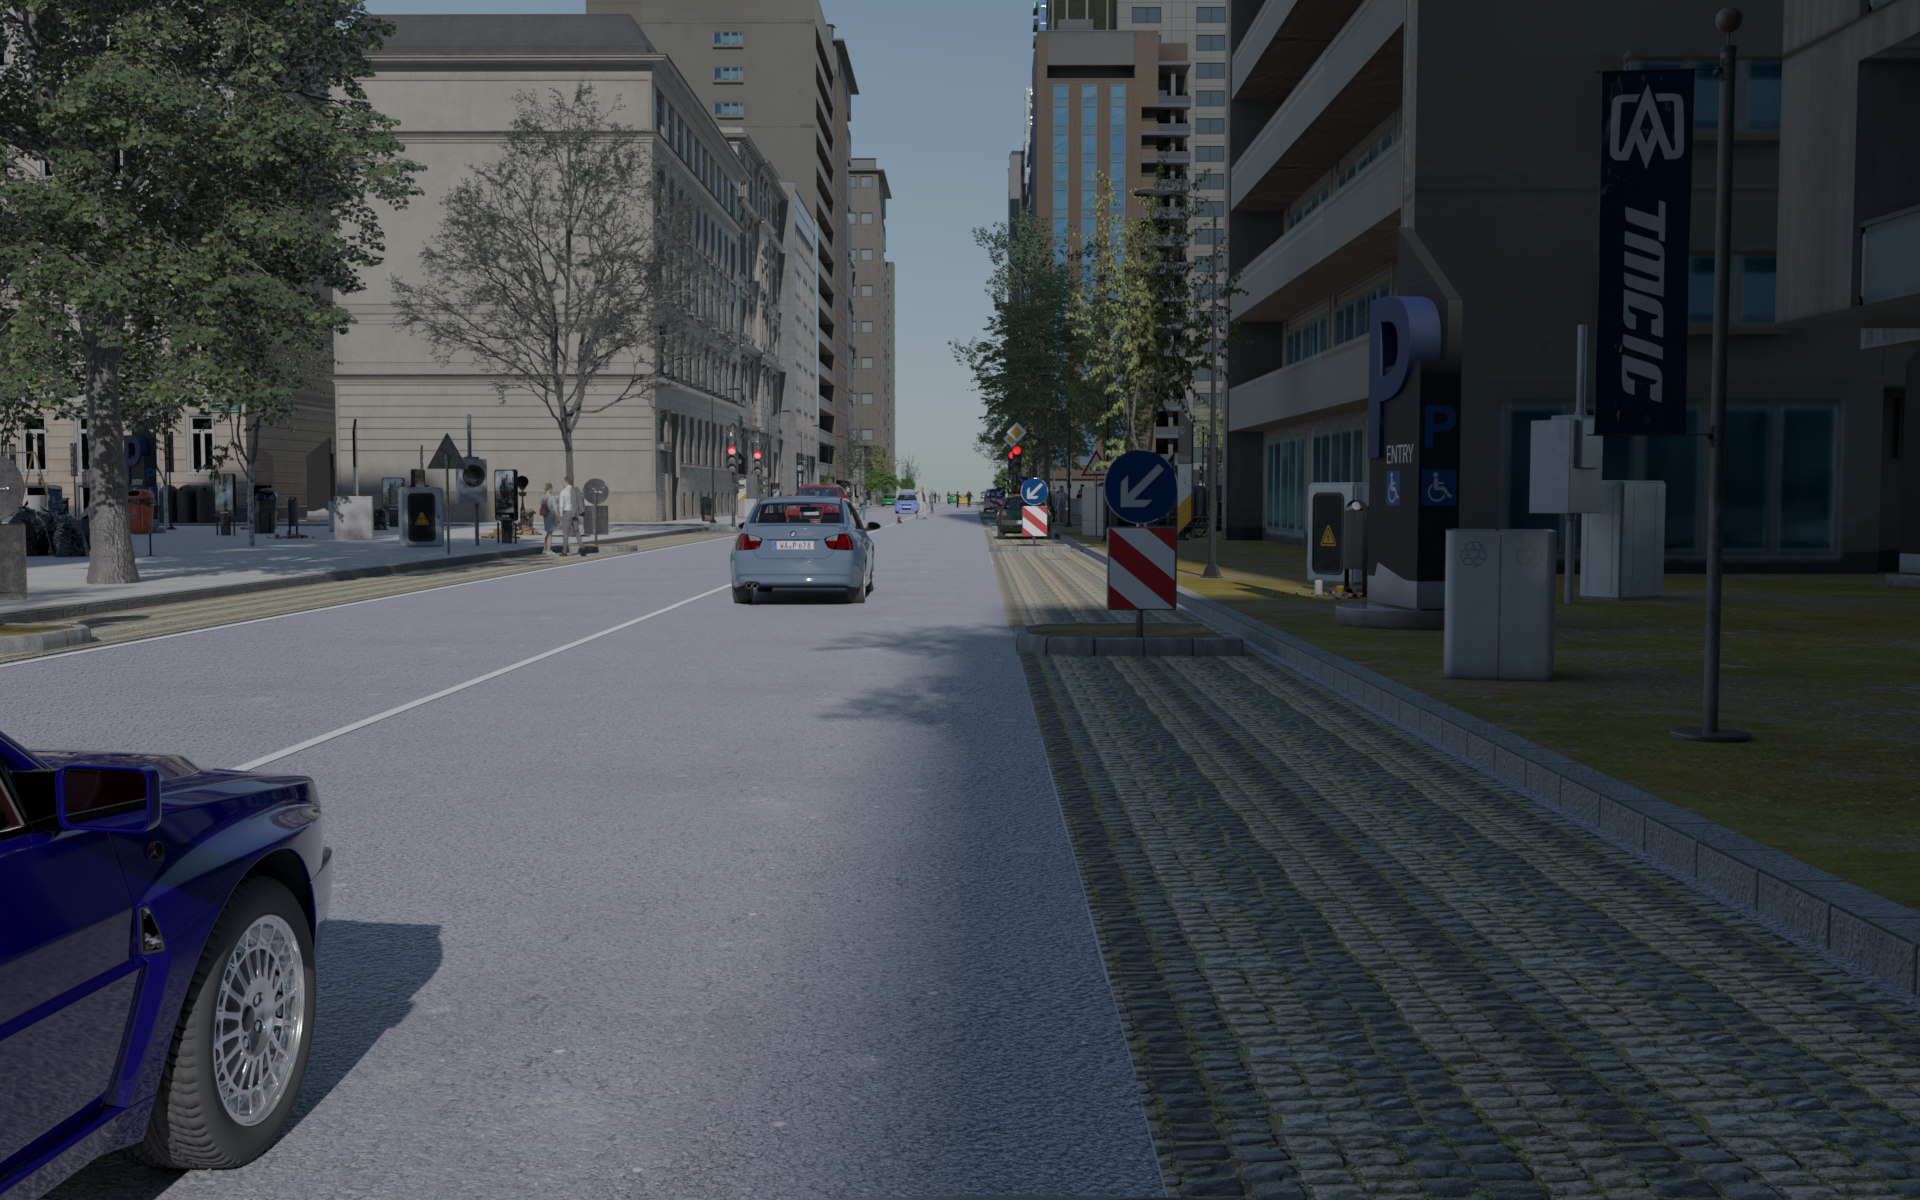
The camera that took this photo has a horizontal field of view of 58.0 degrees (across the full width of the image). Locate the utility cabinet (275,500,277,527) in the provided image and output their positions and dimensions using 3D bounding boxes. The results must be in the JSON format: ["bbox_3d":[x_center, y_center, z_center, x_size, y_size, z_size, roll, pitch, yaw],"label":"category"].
[{"bbox_3d":[-27.434,-3.483,68.105,1.020,1.237,0.306,-3,5,-45],"label":"utility cabinet"}]

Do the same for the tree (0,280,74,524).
[{"bbox_3d":[-30.564,-6.412,55.192,4.737,8.622,4.395,0,3,0],"label":"tree"}]

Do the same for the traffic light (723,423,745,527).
[{"bbox_3d":[-8.862,-4.823,67.782,0.839,4.253,0.868,0,4,0],"label":"traffic light"}]

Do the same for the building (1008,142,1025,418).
[{"bbox_3d":[18.689,-46.079,295.385,21.231,58.520,28.212,0,4,0],"label":"building"}]

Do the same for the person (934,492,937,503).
[{"bbox_3d":[-3.940,-16.120,272.076,0.705,1.821,1.348,3,5,40],"label":"person"}]

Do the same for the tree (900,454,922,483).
[{"bbox_3d":[-9.140,-22.026,310.478,4.360,8.622,3.978,0,3,0],"label":"tree"}]

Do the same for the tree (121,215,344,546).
[{"bbox_3d":[-17.523,-5.656,42.836,4.360,8.622,3.978,0,3,0],"label":"tree"}]

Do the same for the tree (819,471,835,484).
[{"bbox_3d":[-10.514,-8.889,139.941,1.663,3.219,1.824,0,3,0],"label":"tree"}]

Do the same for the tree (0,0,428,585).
[{"bbox_3d":[-12.117,-7.205,24.451,9.857,13.997,8.962,0,3,0],"label":"tree"}]

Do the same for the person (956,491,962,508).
[{"bbox_3d":[-0.157,-10.510,181.056,0.721,1.735,1.217,-2,4,-27],"label":"person"}]

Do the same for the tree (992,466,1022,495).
[{"bbox_3d":[5.145,-11.967,179.375,4.285,4.588,4.351,0,3,0],"label":"tree"}]

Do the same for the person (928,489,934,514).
[{"bbox_3d":[-2.104,-7.084,124.506,0.526,1.800,0.537,2,4,24],"label":"person"}]

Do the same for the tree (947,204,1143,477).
[{"bbox_3d":[5.586,-15.626,111.372,12.611,20.169,13.585,0,3,0],"label":"tree"}]

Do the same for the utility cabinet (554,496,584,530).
[{"bbox_3d":[-14.030,-3.124,62.242,1.020,1.237,0.306,0,4,-3],"label":"utility cabinet"}]

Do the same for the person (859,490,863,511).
[{"bbox_3d":[-8.472,-8.613,149.805,0.515,1.767,0.782,0,4,0],"label":"person"}]

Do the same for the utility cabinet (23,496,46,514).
[{"bbox_3d":[-40.459,-3.947,75.690,1.020,1.237,0.306,1,4,19],"label":"utility cabinet"}]

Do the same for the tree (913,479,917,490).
[{"bbox_3d":[-9.184,-19.423,301.286,4.285,4.588,4.351,0,3,0],"label":"tree"}]

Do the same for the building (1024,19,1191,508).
[{"bbox_3d":[13.965,-31.519,165.452,14.600,45.320,14.200,0,4,0],"label":"building"}]

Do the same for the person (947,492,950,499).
[{"bbox_3d":[-1.620,-15.049,254.692,0.705,1.807,1.348,-2,4,-27],"label":"person"}]

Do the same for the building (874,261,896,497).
[{"bbox_3d":[-18.402,-37.490,296.561,14.154,41.232,14.086,0,4,0],"label":"building"}]

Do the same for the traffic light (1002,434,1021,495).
[{"bbox_3d":[2.261,-5.307,75.698,0.839,4.253,0.868,0,4,0],"label":"traffic light"}]

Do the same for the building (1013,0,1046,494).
[{"bbox_3d":[18.788,-58.207,264.348,22.319,86.520,31.000,0,4,0],"label":"building"}]

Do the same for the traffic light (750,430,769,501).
[{"bbox_3d":[-8.800,-5.312,75.767,0.839,4.253,0.868,0,4,0],"label":"traffic light"}]

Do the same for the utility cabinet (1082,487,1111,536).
[{"bbox_3d":[4.153,-2.684,52.563,0.318,1.500,1.173,-2,4,-29],"label":"utility cabinet"}]

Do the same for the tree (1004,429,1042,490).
[{"bbox_3d":[5.851,-12.504,154.806,4.360,8.622,3.978,0,3,0],"label":"tree"}]

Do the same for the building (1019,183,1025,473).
[{"bbox_3d":[15.343,-36.263,243.009,14.600,45.320,14.200,0,4,0],"label":"building"}]

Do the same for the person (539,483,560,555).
[{"bbox_3d":[-9.665,-1.909,40.720,0.512,1.701,0.522,2,4,27],"label":"person"}]

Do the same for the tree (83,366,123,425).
[{"bbox_3d":[-30.239,-7.024,65.207,4.360,8.622,3.978,0,3,0],"label":"tree"}]

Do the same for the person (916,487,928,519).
[{"bbox_3d":[-2.160,-5.489,98.126,0.818,1.842,0.514,3,5,45],"label":"person"}]

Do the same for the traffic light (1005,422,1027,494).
[{"bbox_3d":[2.199,-4.819,67.713,0.839,4.253,0.868,0,4,0],"label":"traffic light"}]

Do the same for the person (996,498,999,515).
[{"bbox_3d":[2.616,-6.577,116.004,0.580,1.828,0.573,-1,4,-12],"label":"person"}]

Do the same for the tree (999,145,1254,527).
[{"bbox_3d":[4.135,-5.341,37.681,4.737,8.622,4.395,0,3,0],"label":"tree"}]

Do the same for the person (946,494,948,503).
[{"bbox_3d":[-1.846,-16.330,275.476,1.348,1.826,0.705,-2,4,-31],"label":"person"}]

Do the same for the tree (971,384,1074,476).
[{"bbox_3d":[5.132,-12.821,144.031,8.767,10.594,7.601,-1,4,-9],"label":"tree"}]

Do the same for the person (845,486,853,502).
[{"bbox_3d":[-6.285,-5.405,96.232,0.648,1.900,0.474,1,4,20],"label":"person"}]

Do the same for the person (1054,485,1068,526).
[{"bbox_3d":[4.283,-3.917,72.820,0.678,1.792,0.850,0,4,8],"label":"person"}]

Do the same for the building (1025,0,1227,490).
[{"bbox_3d":[17.404,-45.490,182.009,20.563,71.187,20.611,0,4,0],"label":"building"}]

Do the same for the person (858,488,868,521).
[{"bbox_3d":[-5.159,-5.103,92.278,0.721,1.781,0.623,-3,5,-43],"label":"person"}]

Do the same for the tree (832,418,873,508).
[{"bbox_3d":[-10.140,-13.115,164.793,4.360,8.622,3.978,0,3,0],"label":"tree"}]

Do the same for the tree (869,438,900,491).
[{"bbox_3d":[-10.000,-16.596,221.706,4.737,8.622,4.395,0,3,0],"label":"tree"}]

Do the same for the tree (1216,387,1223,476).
[{"bbox_3d":[16.892,-9.304,102.480,4.360,8.622,3.978,0,3,0],"label":"tree"}]

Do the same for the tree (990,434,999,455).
[{"bbox_3d":[4.748,-11.357,136.056,4.737,8.622,4.395,0,3,0],"label":"tree"}]

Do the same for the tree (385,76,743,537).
[{"bbox_3d":[-11.695,-8.635,51.551,12.009,13.543,11.850,0,3,0],"label":"tree"}]

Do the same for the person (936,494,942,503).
[{"bbox_3d":[-3.224,-15.602,266.847,1.065,1.426,0.557,0,4,4],"label":"person"}]

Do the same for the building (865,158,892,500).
[{"bbox_3d":[-25.614,-41.907,274.411,28.713,52.752,27.495,0,4,0],"label":"building"}]

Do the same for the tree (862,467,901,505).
[{"bbox_3d":[-10.374,-14.974,228.534,4.285,4.588,4.351,0,3,0],"label":"tree"}]

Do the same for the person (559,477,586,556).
[{"bbox_3d":[-8.868,-1.898,39.631,0.850,1.850,0.679,3,5,42],"label":"person"}]

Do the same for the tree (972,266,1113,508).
[{"bbox_3d":[4.221,-10.287,86.315,7.486,12.596,7.792,0,3,0],"label":"tree"}]

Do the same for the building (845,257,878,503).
[{"bbox_3d":[-28.083,-34.059,248.749,32.217,40.220,23.993,0,4,0],"label":"building"}]

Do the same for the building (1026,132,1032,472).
[{"bbox_3d":[19.264,-36.023,208.587,23.786,49.044,30.456,0,4,0],"label":"building"}]

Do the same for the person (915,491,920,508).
[{"bbox_3d":[-3.593,-8.420,147.163,0.512,1.701,0.522,-1,4,-19],"label":"person"}]

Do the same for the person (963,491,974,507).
[{"bbox_3d":[0.966,-11.117,190.291,1.348,1.821,0.705,2,4,29],"label":"person"}]

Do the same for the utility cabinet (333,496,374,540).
[{"bbox_3d":[-16.971,-2.282,48.476,1.020,1.237,0.306,-1,4,-14],"label":"utility cabinet"}]

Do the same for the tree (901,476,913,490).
[{"bbox_3d":[-9.698,-15.614,239.005,4.285,4.588,4.351,0,3,0],"label":"tree"}]
